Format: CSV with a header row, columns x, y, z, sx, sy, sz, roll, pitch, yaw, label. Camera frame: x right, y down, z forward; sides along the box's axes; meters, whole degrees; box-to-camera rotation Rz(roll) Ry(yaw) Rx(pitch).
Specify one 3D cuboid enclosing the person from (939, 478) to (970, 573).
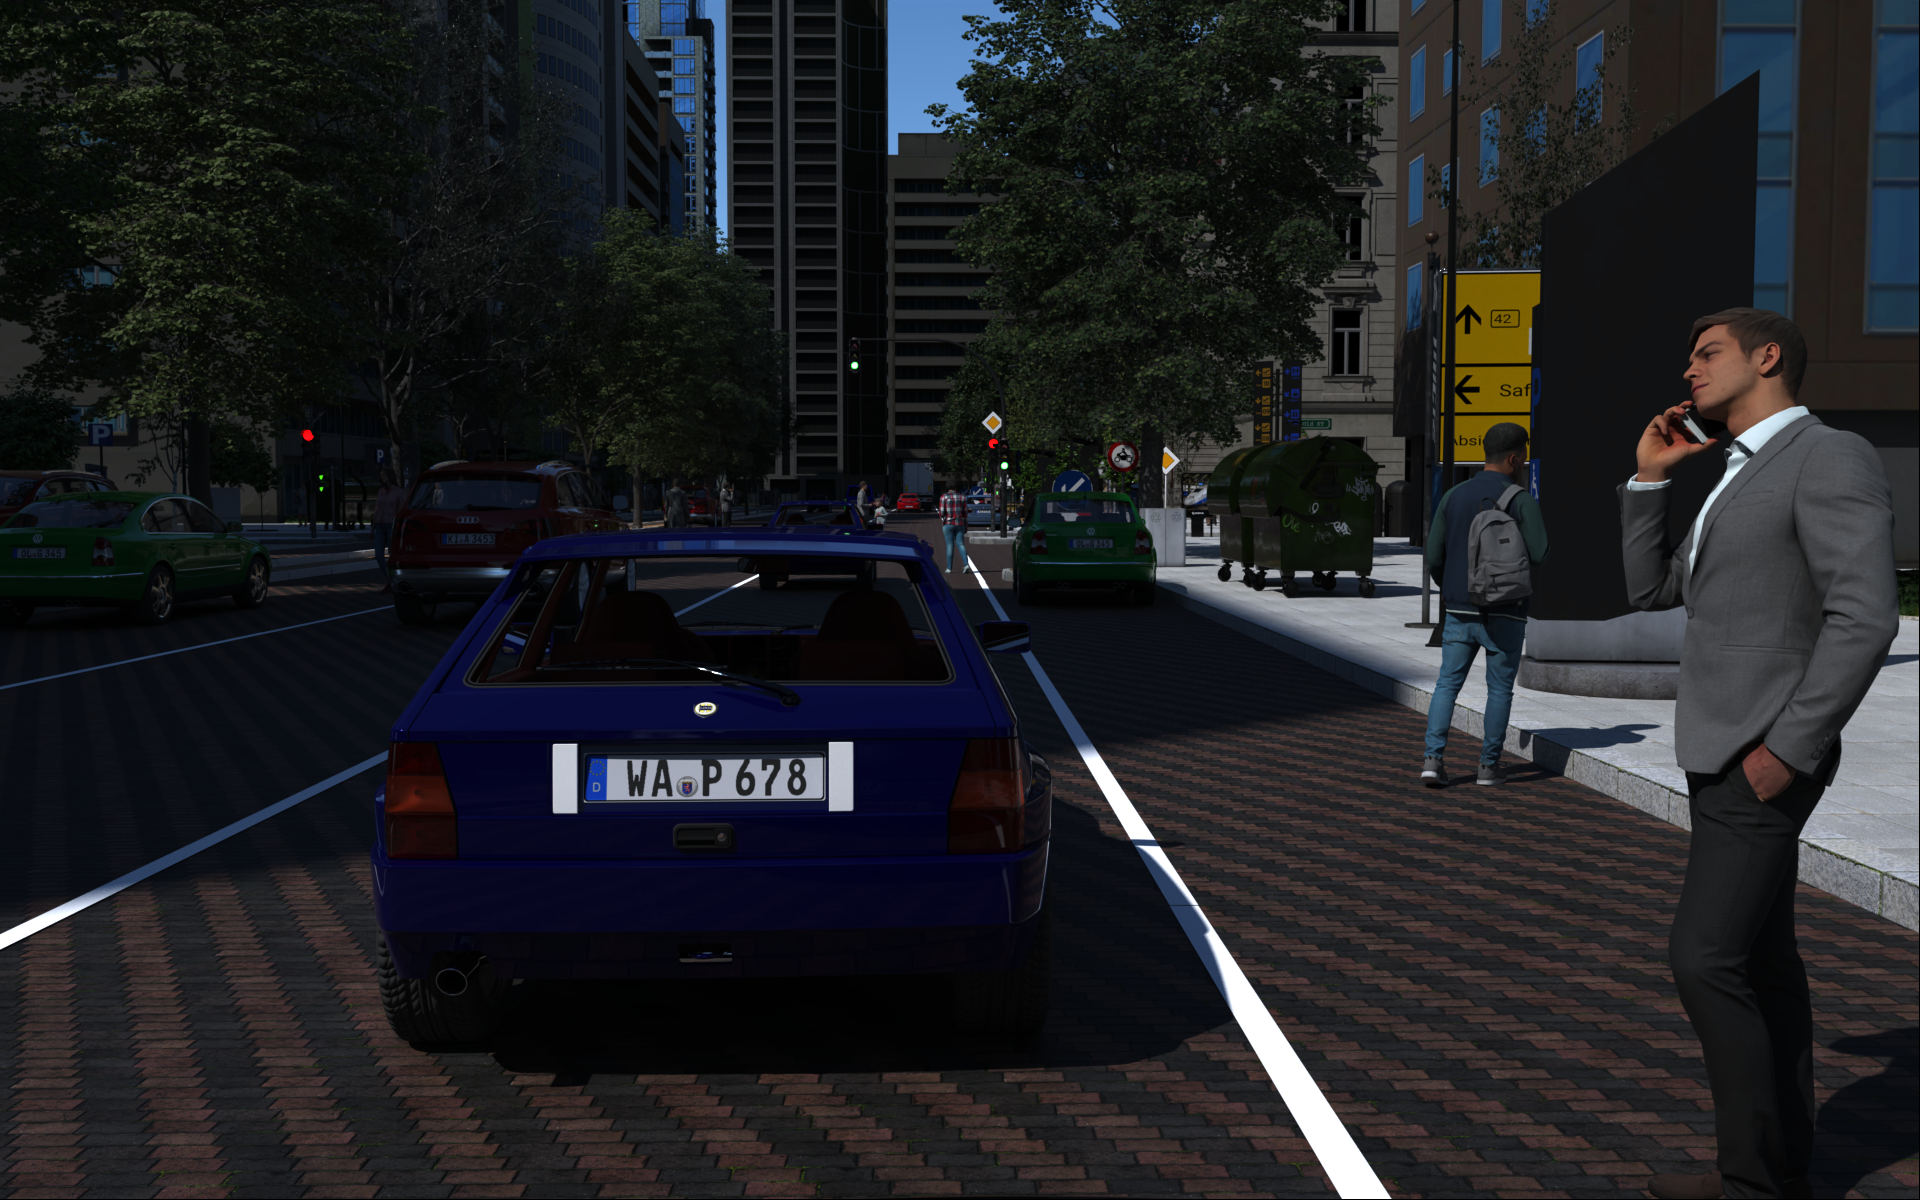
x,y,z,sx,sy,sz,roll,pitch,yaw,label
-0.107,-1.346,31.340,0.563,1.720,0.643,-1,4,-19,person

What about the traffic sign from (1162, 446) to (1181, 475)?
x,y,z,sx,sy,sz,roll,pitch,yaw,label
5.660,-2.921,47.495,0.795,2.593,0.064,0,4,6,traffic sign

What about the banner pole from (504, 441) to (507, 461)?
x,y,z,sx,sy,sz,roll,pitch,yaw,label
-21.531,-5.635,82.149,0.401,3.779,0.863,-1,4,-14,banner pole

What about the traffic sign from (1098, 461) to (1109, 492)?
x,y,z,sx,sy,sz,roll,pitch,yaw,label
5.308,-3.786,62.004,0.768,2.556,0.104,0,3,0,traffic sign

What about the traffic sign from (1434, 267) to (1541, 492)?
x,y,z,sx,sy,sz,roll,pitch,yaw,label
5.442,-1.331,15.638,2.265,3.308,0.079,0,4,6,traffic sign

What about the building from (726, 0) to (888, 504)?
x,y,z,sx,sy,sz,roll,pitch,yaw,label
-20.130,-48.652,233.713,20.611,71.187,20.563,0,4,-1,building

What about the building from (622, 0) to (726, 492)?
x,y,z,sx,sy,sz,roll,pitch,yaw,label
-45.946,-56.324,233.570,31.000,86.520,22.319,0,4,-1,building

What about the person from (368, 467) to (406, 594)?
x,y,z,sx,sy,sz,roll,pitch,yaw,label
-8.250,-1.003,24.917,0.555,1.821,0.388,1,4,8,person

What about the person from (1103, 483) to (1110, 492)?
x,y,z,sx,sy,sz,roll,pitch,yaw,label
7.007,-4.627,82.041,0.599,1.781,0.374,3,5,40,person

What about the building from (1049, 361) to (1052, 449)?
x,y,z,sx,sy,sz,roll,pitch,yaw,label
23.646,-33.628,241.702,23.993,40.220,32.217,0,4,-1,building

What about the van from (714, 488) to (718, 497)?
x,y,z,sx,sy,sz,roll,pitch,yaw,label
-17.575,-6.859,119.158,2.013,2.044,4.112,0,4,-2,van

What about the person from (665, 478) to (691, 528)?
x,y,z,sx,sy,sz,roll,pitch,yaw,label
-6.706,-2.006,41.403,0.694,1.812,0.767,1,4,16,person

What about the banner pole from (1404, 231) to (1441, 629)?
x,y,z,sx,sy,sz,roll,pitch,yaw,label
4.456,-1.611,16.354,0.401,3.779,0.863,1,4,8,banner pole

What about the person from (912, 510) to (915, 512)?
x,y,z,sx,sy,sz,roll,pitch,yaw,label
-3.642,-7.677,137.236,0.599,1.433,0.991,-2,4,-33,person

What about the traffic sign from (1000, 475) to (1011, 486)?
x,y,z,sx,sy,sz,roll,pitch,yaw,label
2.458,-5.563,93.093,0.606,2.300,0.079,0,4,1,traffic sign

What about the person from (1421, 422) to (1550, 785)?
x,y,z,sx,sy,sz,roll,pitch,yaw,label
2.579,0.022,8.491,0.623,1.781,0.721,2,4,28,person

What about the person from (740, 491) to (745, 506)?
x,y,z,sx,sy,sz,roll,pitch,yaw,label
-24.495,-11.487,193.867,1.348,1.823,0.705,-2,4,-31,person

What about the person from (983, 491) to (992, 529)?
x,y,z,sx,sy,sz,roll,pitch,yaw,label
1.222,-3.749,70.382,0.593,1.750,0.643,0,4,4,person

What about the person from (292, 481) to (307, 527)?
x,y,z,sx,sy,sz,roll,pitch,yaw,label
-25.452,-3.699,66.878,0.716,1.782,0.532,0,4,2,person

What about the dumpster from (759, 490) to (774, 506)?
x,y,z,sx,sy,sz,roll,pitch,yaw,label
-21.394,-11.253,192.193,1.865,1.857,1.264,0,4,1,dumpster

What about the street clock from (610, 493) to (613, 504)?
x,y,z,sx,sy,sz,roll,pitch,yaw,label
-23.035,-6.736,114.696,0.358,2.002,0.471,3,5,44,street clock

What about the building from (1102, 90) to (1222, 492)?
x,y,z,sx,sy,sz,roll,pitch,yaw,label
26.271,-28.538,158.482,32.217,40.220,23.993,0,4,-1,building

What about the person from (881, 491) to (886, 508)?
x,y,z,sx,sy,sz,roll,pitch,yaw,label
-7.003,-9.069,157.462,0.721,1.739,1.217,1,4,14,person

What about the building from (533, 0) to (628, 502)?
x,y,z,sx,sy,sz,roll,pitch,yaw,label
-41.390,-36.991,146.800,21.231,58.520,28.212,0,4,-1,building

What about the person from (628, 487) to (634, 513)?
x,y,z,sx,sy,sz,roll,pitch,yaw,label
-22.533,-6.848,118.406,0.661,1.777,0.834,1,4,11,person

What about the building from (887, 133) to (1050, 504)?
x,y,z,sx,sy,sz,roll,pitch,yaw,label
0.956,-37.426,235.622,21.600,48.544,21.300,0,4,-1,building

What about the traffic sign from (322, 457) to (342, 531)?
x,y,z,sx,sy,sz,roll,pitch,yaw,label
-21.534,-3.631,59.473,0.768,2.556,0.104,0,4,4,traffic sign

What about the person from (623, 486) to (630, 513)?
x,y,z,sx,sy,sz,roll,pitch,yaw,label
-22.340,-6.709,115.763,0.581,1.822,0.654,-2,4,-33,person

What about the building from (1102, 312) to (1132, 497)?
x,y,z,sx,sy,sz,roll,pitch,yaw,label
18.641,-15.811,125.969,16.820,18.784,16.811,0,4,-1,building

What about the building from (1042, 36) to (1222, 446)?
x,y,z,sx,sy,sz,roll,pitch,yaw,label
20.487,-34.674,186.535,23.786,49.044,30.456,0,4,-1,building

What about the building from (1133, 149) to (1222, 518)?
x,y,z,sx,sy,sz,roll,pitch,yaw,label
16.246,-16.188,100.825,11.583,22.565,21.152,0,4,-1,building

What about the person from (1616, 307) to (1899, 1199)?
x,y,z,sx,sy,sz,roll,pitch,yaw,label
1.516,0.325,3.364,0.473,1.802,0.592,1,4,20,person

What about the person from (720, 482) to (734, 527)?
x,y,z,sx,sy,sz,roll,pitch,yaw,label
-7.414,-2.842,55.145,0.473,1.802,0.592,0,4,-3,person

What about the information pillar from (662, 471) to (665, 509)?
x,y,z,sx,sy,sz,roll,pitch,yaw,label
-22.075,-8.422,129.048,0.183,3.616,0.504,-2,4,-24,information pillar

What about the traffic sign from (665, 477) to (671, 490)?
x,y,z,sx,sy,sz,roll,pitch,yaw,label
-22.289,-8.103,132.597,0.768,2.556,0.104,0,4,6,traffic sign

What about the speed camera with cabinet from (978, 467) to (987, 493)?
x,y,z,sx,sy,sz,roll,pitch,yaw,label
2.358,-8.213,128.625,2.038,3.252,0.660,1,4,11,speed camera with cabinet

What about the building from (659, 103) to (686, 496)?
x,y,z,sx,sy,sz,roll,pitch,yaw,label
-38.884,-33.305,194.649,14.200,45.320,14.600,0,4,-1,building

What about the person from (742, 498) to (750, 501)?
x,y,z,sx,sy,sz,roll,pitch,yaw,label
-20.234,-9.325,164.230,1.065,1.426,0.557,-3,4,-38,person

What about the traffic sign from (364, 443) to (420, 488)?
x,y,z,sx,sy,sz,roll,pitch,yaw,label
-22.783,-4.625,69.497,2.265,3.308,0.079,0,4,4,traffic sign

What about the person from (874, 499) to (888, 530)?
x,y,z,sx,sy,sz,roll,pitch,yaw,label
-2.155,-2.084,46.845,0.425,1.301,0.394,1,4,23,person

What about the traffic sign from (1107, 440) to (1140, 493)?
x,y,z,sx,sy,sz,roll,pitch,yaw,label
3.864,-2.502,41.014,0.768,2.556,0.104,1,4,8,traffic sign

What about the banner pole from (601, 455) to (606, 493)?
x,y,z,sx,sy,sz,roll,pitch,yaw,label
-22.583,-7.327,109.810,0.401,3.779,0.863,-2,4,-35,banner pole

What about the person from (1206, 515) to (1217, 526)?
x,y,z,sx,sy,sz,roll,pitch,yaw,label
10.202,-3.926,70.447,0.699,1.804,1.509,2,4,24,person

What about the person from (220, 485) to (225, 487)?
x,y,z,sx,sy,sz,roll,pitch,yaw,label
-29.851,-3.882,70.058,0.362,1.759,0.519,0,4,-3,person

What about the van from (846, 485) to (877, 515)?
x,y,z,sx,sy,sz,roll,pitch,yaw,label
-6.977,-7.169,121.597,2.240,2.365,5.245,0,4,-2,van

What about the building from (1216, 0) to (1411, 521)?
x,y,z,sx,sy,sz,roll,pitch,yaw,label
33.913,-18.233,74.525,44.131,29.872,17.030,0,4,-1,building

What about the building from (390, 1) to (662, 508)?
x,y,z,sx,sy,sz,roll,pitch,yaw,label
-42.126,-33.580,172.742,21.300,48.544,21.600,0,4,-1,building

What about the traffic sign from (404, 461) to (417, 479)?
x,y,z,sx,sy,sz,roll,pitch,yaw,label
-21.904,-4.216,68.665,0.795,2.593,0.064,1,4,8,traffic sign

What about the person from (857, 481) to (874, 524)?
x,y,z,sx,sy,sz,roll,pitch,yaw,label
-2.692,-2.506,49.669,0.583,1.804,0.606,0,4,-6,person

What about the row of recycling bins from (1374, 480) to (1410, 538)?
x,y,z,sx,sy,sz,roll,pitch,yaw,label
11.733,-2.715,51.497,3.534,1.692,1.069,0,4,2,row of recycling bins
